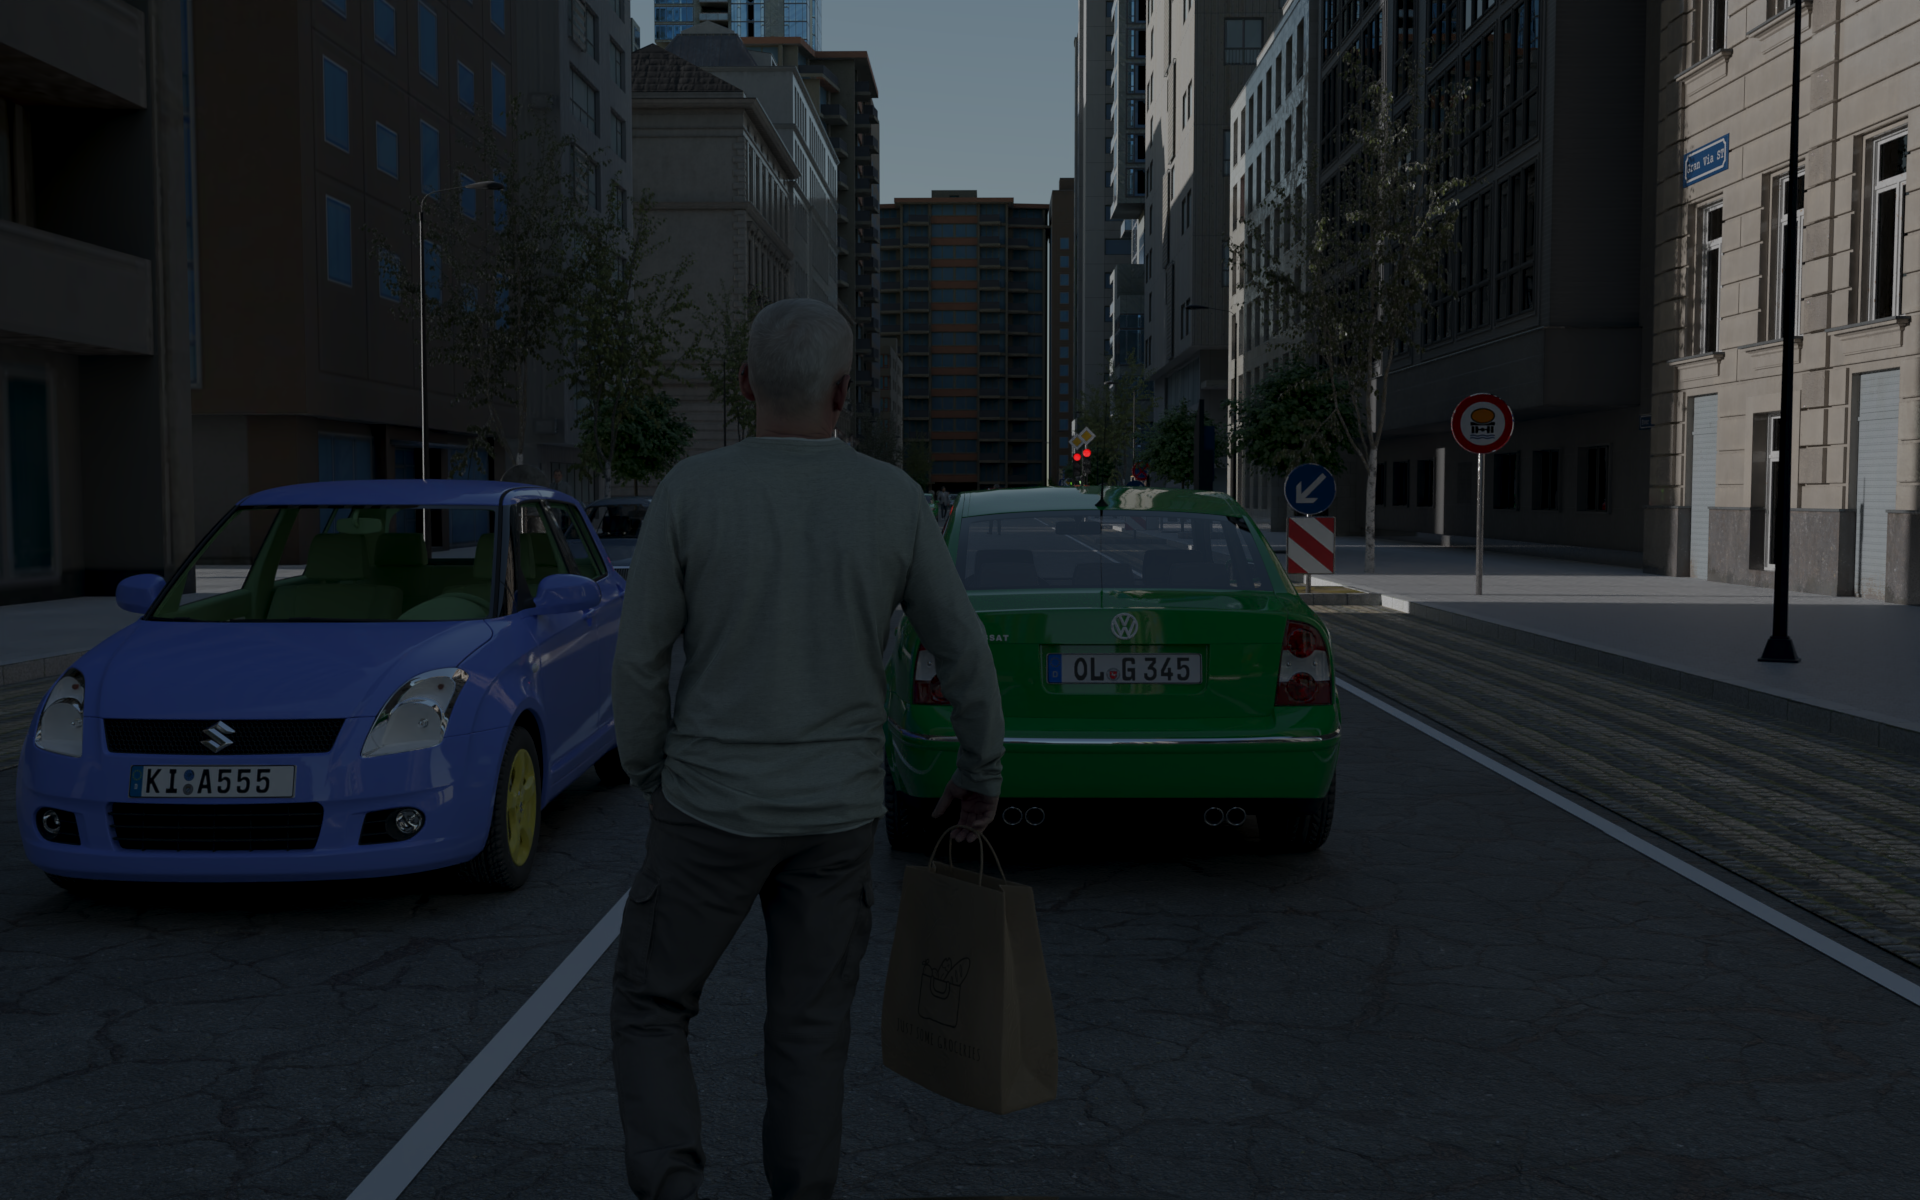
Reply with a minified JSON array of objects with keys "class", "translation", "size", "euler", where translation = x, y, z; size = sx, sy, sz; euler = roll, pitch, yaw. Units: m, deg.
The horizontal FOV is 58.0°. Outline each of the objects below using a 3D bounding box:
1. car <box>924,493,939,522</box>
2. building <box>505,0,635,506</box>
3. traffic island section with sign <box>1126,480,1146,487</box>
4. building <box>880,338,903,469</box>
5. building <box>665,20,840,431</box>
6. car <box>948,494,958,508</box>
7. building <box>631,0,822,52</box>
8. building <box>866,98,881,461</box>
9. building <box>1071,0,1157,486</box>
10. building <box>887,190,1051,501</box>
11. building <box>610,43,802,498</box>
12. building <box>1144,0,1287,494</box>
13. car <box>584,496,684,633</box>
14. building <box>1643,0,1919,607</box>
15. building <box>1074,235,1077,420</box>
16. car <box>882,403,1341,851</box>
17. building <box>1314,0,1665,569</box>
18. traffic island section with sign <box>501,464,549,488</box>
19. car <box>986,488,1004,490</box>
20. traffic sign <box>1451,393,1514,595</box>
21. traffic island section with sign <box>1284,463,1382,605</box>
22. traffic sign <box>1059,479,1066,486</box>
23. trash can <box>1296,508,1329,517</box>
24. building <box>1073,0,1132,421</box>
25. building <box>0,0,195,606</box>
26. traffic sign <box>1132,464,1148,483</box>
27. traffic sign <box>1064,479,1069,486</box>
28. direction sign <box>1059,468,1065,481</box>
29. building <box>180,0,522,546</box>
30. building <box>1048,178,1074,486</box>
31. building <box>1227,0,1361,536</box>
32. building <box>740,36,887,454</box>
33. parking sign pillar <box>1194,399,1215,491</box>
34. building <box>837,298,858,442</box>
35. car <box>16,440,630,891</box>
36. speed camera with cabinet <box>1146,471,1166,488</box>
[{"class":"car","translation":[-2.020,-4.853,88.141],"size":[1.959,1.807,4.718],"euler":[0,4,0]},{"class":"building","translation":[-19.280,-23.065,60.716],"size":[14.086,41.232,14.154],"euler":[0,4,1]},{"class":"traffic island section with sign","translation":[4.897,-2.532,50.031],"size":[1.989,1.847,2.006],"euler":[0,4,1]},{"class":"building","translation":[-22.289,-22.671,215.712],"size":[28.899,21.520,27.650],"euler":[0,4,1]},{"class":"building","translation":[-14.985,-20.806,117.670],"size":[11.434,29.767,29.804],"euler":[0,4,1]},{"class":"car","translation":[-0.542,-9.133,161.115],"size":[2.131,1.459,4.920],"euler":[0,4,3]},{"class":"building","translation":[-31.398,-57.425,251.570],"size":[31.000,86.520,22.319],"euler":[0,4,1]},{"class":"building","translation":[-16.161,-33.093,191.179],"size":[14.600,45.320,14.200],"euler":[0,4,1]},{"class":"building","translation":[20.886,-50.454,137.596],"size":[22.319,86.520,31.000],"euler":[0,4,1]},{"class":"building","translation":[-1.473,-36.542,252.079],"size":[28.867,44.769,22.147],"euler":[0,4,1]},{"class":"building","translation":[-15.017,-16.142,92.804],"size":[11.050,23.489,19.941],"euler":[0,4,1]},{"class":"building","translation":[24.684,-31.121,98.070],"size":[27.495,52.752,28.713],"euler":[0,4,1]},{"class":"car","translation":[-3.534,-0.455,19.442],"size":[2.014,1.417,4.499],"euler":[0,4,1]},{"class":"building","translation":[16.499,-13.321,15.066],"size":[12.463,27.353,25.104],"euler":[0,4,1]},{"class":"building","translation":[19.554,-25.664,191.309],"size":[14.160,30.474,14.107],"euler":[0,4,1]},{"class":"car","translation":[0.598,0.028,8.334],"size":[1.959,1.807,4.718],"euler":[0,4,0]},{"class":"building","translation":[17.234,-15.049,39.556],"size":[14.314,27.812,24.014],"euler":[0,4,1]},{"class":"traffic island section with sign","translation":[-5.712,-0.840,22.357],"size":[1.989,1.847,2.006],"euler":[0,4,1]},{"class":"car","translation":[2.331,-5.938,105.760],"size":[2.281,1.827,5.304],"euler":[0,4,1]},{"class":"traffic sign","translation":[6.593,-1.335,21.932],"size":[0.768,2.556,0.104],"euler":[0,4,7]},{"class":"traffic island section with sign","translation":[4.417,-0.884,23.080],"size":[1.989,1.847,2.006],"euler":[0,4,1]},{"class":"traffic sign","translation":[8.671,-8.906,145.724],"size":[0.768,2.556,0.104],"euler":[0,4,2]},{"class":"trash can","translation":[6.697,-1.302,32.943],"size":[0.748,1.137,0.748],"euler":[0,3,0]},{"class":"building","translation":[24.424,-40.957,211.653],"size":[21.231,58.520,28.212],"euler":[0,4,1]},{"class":"building","translation":[-20.747,-23.670,10.711],"size":[21.300,48.544,21.600],"euler":[0,4,1]},{"class":"traffic sign","translation":[7.042,-4.101,67.161],"size":[0.768,2.556,0.104],"euler":[0,4,2]},{"class":"traffic sign","translation":[8.283,-8.094,132.063],"size":[0.795,2.593,0.064],"euler":[0,4,3]},{"class":"direction sign","translation":[8.932,-9.778,151.861],"size":[0.379,3.537,0.876],"euler":[2,4,34]},{"class":"building","translation":[-18.331,-23.640,36.623],"size":[14.600,45.320,14.200],"euler":[0,4,1]},{"class":"building","translation":[19.989,-36.553,247.758],"size":[14.200,45.320,14.600],"euler":[0,4,1]},{"class":"building","translation":[15.729,-12.566,60.213],"size":[10.420,20.320,16.860],"euler":[0,4,1]},{"class":"building","translation":[-19.367,-31.488,169.451],"size":[22.147,44.769,28.867],"euler":[0,4,1]},{"class":"parking sign pillar","translation":[7.008,-3.755,49.869],"size":[1.447,3.967,1.447],"euler":[0,4,1]},{"class":"building","translation":[-14.387,-16.995,142.487],"size":[10.561,19.102,19.286],"euler":[0,4,1]},{"class":"car","translation":[-2.415,0.136,7.371],"size":[1.945,1.707,3.694],"euler":[0,4,0]},{"class":"speed camera with cabinet","translation":[6.832,-4.119,61.678],"size":[0.660,3.252,2.038],"euler":[0,4,-6]}]
